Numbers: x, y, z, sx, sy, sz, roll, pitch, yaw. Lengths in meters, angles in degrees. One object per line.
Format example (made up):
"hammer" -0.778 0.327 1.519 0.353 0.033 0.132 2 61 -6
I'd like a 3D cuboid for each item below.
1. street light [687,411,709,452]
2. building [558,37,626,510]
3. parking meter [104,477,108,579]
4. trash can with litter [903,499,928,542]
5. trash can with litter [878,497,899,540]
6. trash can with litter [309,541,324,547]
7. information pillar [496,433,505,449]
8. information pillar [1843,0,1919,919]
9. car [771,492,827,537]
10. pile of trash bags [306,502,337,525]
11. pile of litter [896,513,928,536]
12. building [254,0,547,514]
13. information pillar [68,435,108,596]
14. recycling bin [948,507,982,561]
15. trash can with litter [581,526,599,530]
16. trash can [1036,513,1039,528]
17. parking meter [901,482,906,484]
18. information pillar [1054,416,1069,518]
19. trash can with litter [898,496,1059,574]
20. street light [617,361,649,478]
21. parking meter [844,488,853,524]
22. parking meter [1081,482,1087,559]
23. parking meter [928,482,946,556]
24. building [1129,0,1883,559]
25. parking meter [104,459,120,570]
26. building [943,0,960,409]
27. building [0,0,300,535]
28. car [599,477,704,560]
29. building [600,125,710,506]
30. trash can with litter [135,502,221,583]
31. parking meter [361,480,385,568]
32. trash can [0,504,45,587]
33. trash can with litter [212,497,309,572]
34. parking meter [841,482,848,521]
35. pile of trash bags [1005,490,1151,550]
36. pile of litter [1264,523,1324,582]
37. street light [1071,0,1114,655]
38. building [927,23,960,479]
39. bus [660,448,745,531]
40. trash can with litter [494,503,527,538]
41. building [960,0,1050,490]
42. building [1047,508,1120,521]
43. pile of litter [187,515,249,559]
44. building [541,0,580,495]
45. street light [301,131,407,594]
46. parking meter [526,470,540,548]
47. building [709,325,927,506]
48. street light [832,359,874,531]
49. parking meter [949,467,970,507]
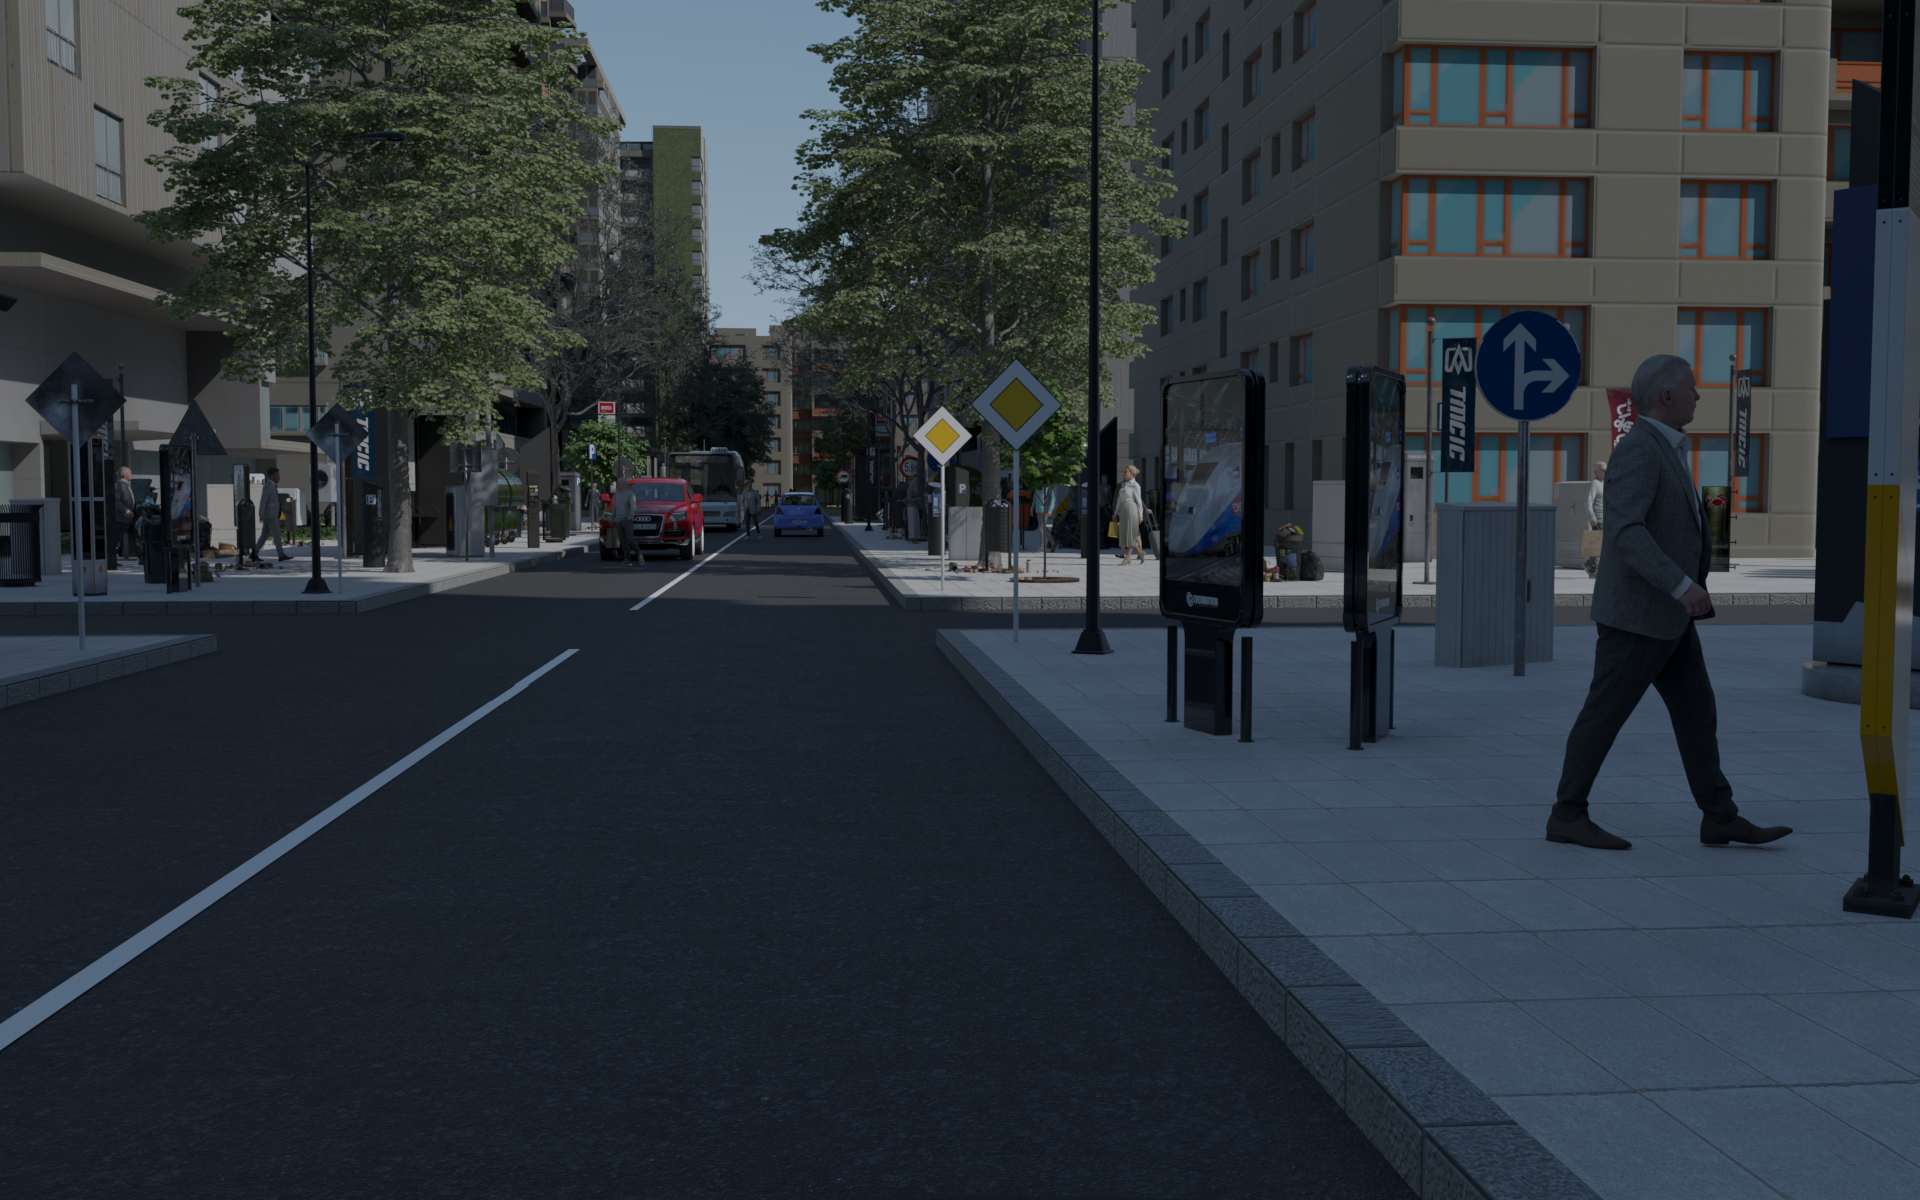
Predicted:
"street light" -14.617 -7.590 96.634 1.470 5.913 1.316 0 4 -5
"building" -40.987 -27.794 146.317 23.993 40.220 32.217 0 4 -5
"parking meter" -12.729 -1.039 25.403 0.372 1.533 0.369 0 3 0
"trash can with litter" -1.132 -2.178 47.005 0.624 1.170 1.055 -2 4 -26
"trash can with litter" -1.238 -2.341 49.337 2.233 1.210 1.678 -1 4 -11
"trash can with litter" -16.628 -1.954 43.009 1.678 1.210 2.233 -2 4 -35
"information pillar" -17.553 -4.579 66.214 0.504 3.616 0.183 3 5 41
"information pillar" 2.838 -0.849 5.234 0.183 3.616 0.504 2 4 34
"car" -5.525 -3.048 59.429 1.945 1.707 3.694 0 4 -5
"pile of trash bags" -19.463 -2.731 54.404 3.447 1.369 1.912 0 4 -2
"pile of litter" -1.307 -2.377 52.832 1.719 0.858 1.176 0 4 -3
"building" -32.568 -28.118 83.433 21.300 48.544 21.600 0 4 -5
"information pillar" -10.973 -1.058 21.792 0.304 2.012 0.304 0 4 4
"recycling bin" 0.195 -1.291 33.655 0.722 1.027 0.722 1 4 12
"trash can with litter" -13.749 -3.126 62.174 2.233 1.210 1.678 0 4 -3
"trash can" 2.676 -3.168 63.453 0.748 1.137 0.748 0 3 0
"parking meter" -2.590 -4.613 81.136 0.399 1.863 0.255 -3 5 -39
"information pillar" 2.590 -3.237 44.285 0.504 3.616 0.183 -3 5 -44
"trash can with litter" 0.410 -1.074 28.616 2.233 1.210 1.678 3 5 43
"street light" -11.171 -5.320 59.515 1.470 5.913 1.316 0 4 -5
"parking meter" -4.791 -4.044 74.525 0.372 1.533 0.369 0 3 0
"parking meter" 2.588 -1.590 34.413 0.372 1.533 0.369 0 3 0
"parking meter" -0.484 -1.694 36.110 0.372 1.533 0.369 0 3 0
"building" 21.594 -12.435 48.348 28.899 21.520 27.650 0 4 -5
"parking meter" -14.470 -1.440 29.248 0.399 1.863 0.255 2 4 34
"building" 13.073 -33.564 138.007 28.713 52.752 27.495 0 4 -5
"building" -36.002 -28.204 50.380 28.713 52.752 27.495 0 4 -5
"car" -6.952 -1.877 39.363 2.281 1.827 5.304 0 4 -5
"building" -35.491 -31.282 195.059 14.086 41.232 14.154 0 4 -5
"trash can with litter" -11.330 -0.838 25.095 1.055 1.170 0.624 -2 4 -35
"parking meter" -10.231 -1.333 30.202 0.372 1.533 0.369 0 3 0
"trash can" -13.081 -0.755 23.990 0.748 1.137 0.748 0 3 0
"trash can with litter" -12.401 -1.125 29.451 1.678 1.210 2.233 0 4 1
"parking meter" -5.430 -4.630 81.417 0.255 1.863 0.399 -1 4 -23
"pile of trash bags" 2.657 -1.887 40.601 3.447 1.369 1.912 -2 4 -23
"pile of litter" 4.681 -0.718 25.700 1.719 0.858 1.176 -1 4 -16
"street light" 0.532 -2.521 13.763 1.470 5.913 1.316 0 4 -5
"building" 4.390 -31.085 158.348 14.600 45.320 14.200 0 4 -5
"bus" -10.055 -4.548 69.216 2.948 3.499 13.247 0 4 -6
"trash can with litter" -13.165 -2.382 50.332 0.624 1.170 1.055 3 5 44
"building" 11.520 -29.951 113.396 21.300 48.544 21.600 0 4 -5
"building" 14.967 -33.184 84.555 21.231 58.520 28.212 0 4 -5
"pile of litter" -15.086 -1.275 34.818 1.719 0.858 1.176 -3 4 -39
"building" -36.292 -27.825 109.567 22.147 44.769 28.867 0 4 -5
"street light" -7.778 -3.041 22.265 1.470 5.913 1.316 0 4 -5
"parking meter" -10.123 -2.163 41.072 0.255 1.863 0.399 -1 4 -21
"building" -14.177 -21.939 203.739 28.899 21.520 27.650 0 4 -5
"street light" -3.696 -5.338 59.821 1.470 5.913 1.316 0 4 -5
"parking meter" -0.015 -1.911 36.961 0.399 1.863 0.255 -3 4 -37
